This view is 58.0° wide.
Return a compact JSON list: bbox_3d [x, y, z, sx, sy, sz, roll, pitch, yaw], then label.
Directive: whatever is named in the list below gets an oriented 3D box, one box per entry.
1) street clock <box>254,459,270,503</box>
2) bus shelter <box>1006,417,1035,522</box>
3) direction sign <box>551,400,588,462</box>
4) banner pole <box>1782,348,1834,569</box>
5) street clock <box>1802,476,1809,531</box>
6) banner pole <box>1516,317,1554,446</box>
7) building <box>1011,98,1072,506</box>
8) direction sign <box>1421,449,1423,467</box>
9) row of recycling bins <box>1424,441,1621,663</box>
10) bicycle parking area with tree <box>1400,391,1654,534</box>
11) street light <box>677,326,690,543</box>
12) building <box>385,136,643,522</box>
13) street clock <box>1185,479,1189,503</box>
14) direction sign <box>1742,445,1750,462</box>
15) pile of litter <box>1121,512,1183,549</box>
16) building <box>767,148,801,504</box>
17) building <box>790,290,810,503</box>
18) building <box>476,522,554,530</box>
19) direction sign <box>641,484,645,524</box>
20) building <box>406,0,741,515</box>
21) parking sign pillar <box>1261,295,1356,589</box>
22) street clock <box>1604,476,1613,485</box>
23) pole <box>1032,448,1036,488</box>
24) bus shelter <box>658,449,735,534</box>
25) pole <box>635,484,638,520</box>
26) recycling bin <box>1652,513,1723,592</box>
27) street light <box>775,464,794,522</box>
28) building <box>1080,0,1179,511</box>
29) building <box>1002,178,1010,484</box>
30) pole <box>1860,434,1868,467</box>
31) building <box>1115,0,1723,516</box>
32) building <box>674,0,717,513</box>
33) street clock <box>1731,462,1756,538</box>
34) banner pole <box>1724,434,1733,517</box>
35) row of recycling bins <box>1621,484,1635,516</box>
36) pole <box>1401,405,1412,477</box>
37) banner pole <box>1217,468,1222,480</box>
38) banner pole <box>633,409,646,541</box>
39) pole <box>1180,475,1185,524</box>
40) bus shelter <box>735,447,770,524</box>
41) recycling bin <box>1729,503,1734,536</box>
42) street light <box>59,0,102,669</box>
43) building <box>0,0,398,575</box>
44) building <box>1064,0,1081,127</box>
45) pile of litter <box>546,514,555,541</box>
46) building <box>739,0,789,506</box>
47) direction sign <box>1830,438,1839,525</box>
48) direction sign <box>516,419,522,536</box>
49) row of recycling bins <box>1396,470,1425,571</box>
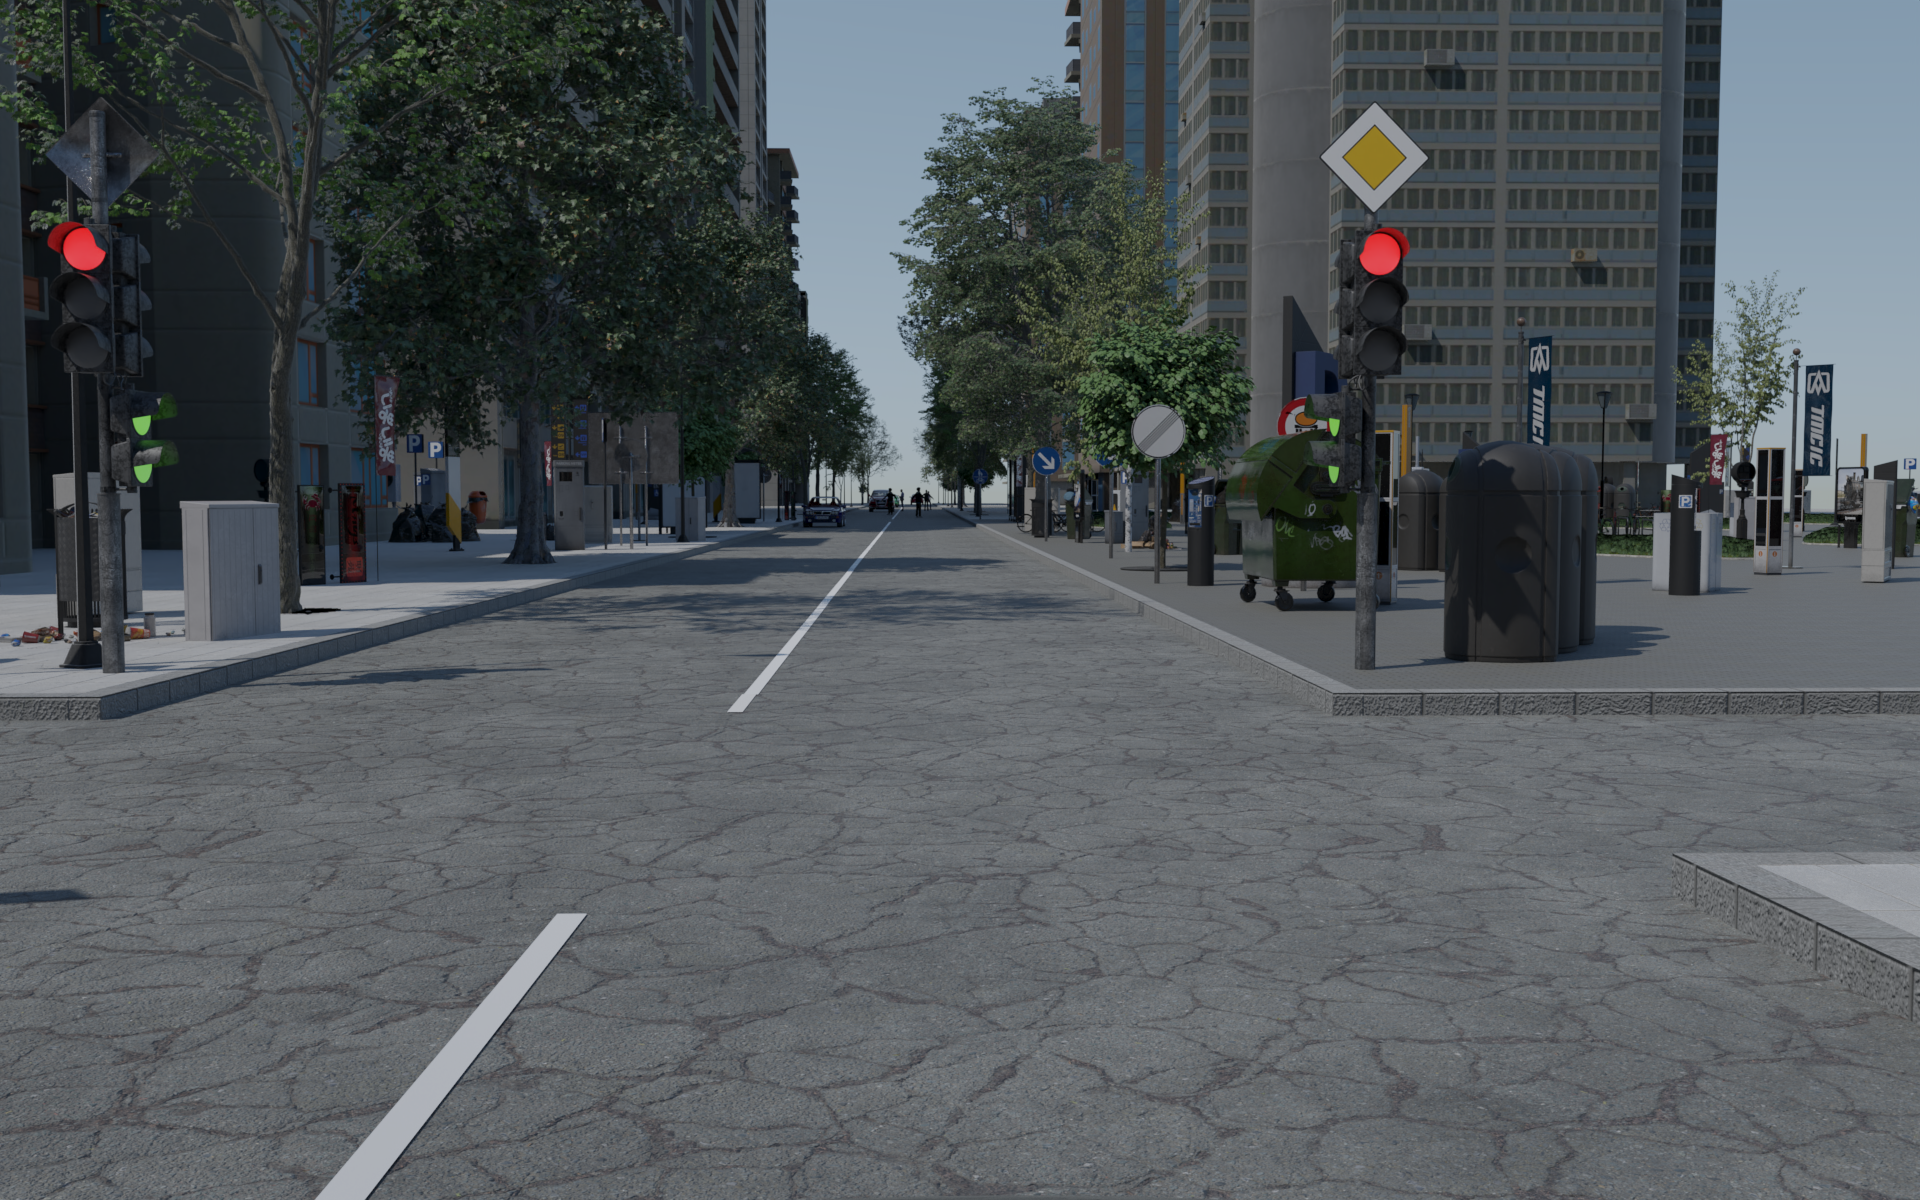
[{"bbox_3d":[-14.228,-1.893,35.520,0.471,2.002,0.358,2,4,33],"label":"street clock"},{"bbox_3d":[3.199,-6.424,82.671,2.179,5.291,8.768,0,4,-1],"label":"bus shelter"},{"bbox_3d":[-9.379,-3.038,41.662,0.876,3.537,0.379,0,4,-3],"label":"direction sign"},{"bbox_3d":[14.494,-2.423,29.631,0.401,3.779,0.863,-3,5,-39],"label":"banner pole"},{"bbox_3d":[29.095,-3.383,59.878,0.471,2.002,0.358,-3,4,-38],"label":"street clock"},{"bbox_3d":[8.040,-2.104,24.424,0.401,3.779,0.863,-1,4,-23],"label":"banner pole"},{"bbox_3d":[13.882,-33.444,196.925,14.600,45.320,14.200,0,4,-2],"label":"building"},{"bbox_3d":[23.334,-5.842,87.510,0.379,3.537,0.876,1,4,15],"label":"direction sign"},{"bbox_3d":[4.835,-0.463,14.676,1.069,1.692,3.534,2,4,25],"label":"row of recycling bins"},{"bbox_3d":[15.358,-3.781,48.823,8.231,4.147,9.016,2,4,26],"label":"bicycle parking area with tree"},{"bbox_3d":[-6.809,-4.480,45.784,1.470,5.913,1.316,0,4,-2],"label":"street light"},{"bbox_3d":[-28.091,-28.950,97.038,21.300,48.544,21.600,0,4,-2],"label":"building"},{"bbox_3d":[10.700,-4.704,81.478,0.471,2.002,0.358,1,4,19],"label":"street clock"},{"bbox_3d":[36.171,-5.375,79.885,0.379,3.537,0.876,0,4,-3],"label":"direction sign"},{"bbox_3d":[4.494,-1.637,40.726,1.176,0.858,1.719,-2,4,-24],"label":"pile of litter"},{"bbox_3d":[-31.298,-34.217,214.076,22.147,44.769,28.867,0,4,-2],"label":"building"},{"bbox_3d":[-28.058,-28.427,236.486,14.160,30.474,14.107,0,4,-2],"label":"building"},{"bbox_3d":[-27.596,-27.378,71.338,21.300,48.544,21.600,0,4,-2],"label":"building"},{"bbox_3d":[-13.377,-4.970,73.249,0.876,3.537,0.379,2,4,33],"label":"direction sign"},{"bbox_3d":[-28.542,-31.139,132.819,21.300,48.544,21.600,0,4,-2],"label":"building"},{"bbox_3d":[4.942,-2.178,24.075,1.447,3.967,1.447,3,4,36],"label":"parking sign pillar"},{"bbox_3d":[26.601,-4.068,71.086,0.358,2.002,0.471,0,4,1],"label":"street clock"},{"bbox_3d":[3.145,-4.845,73.065,0.158,3.312,0.155,0,3,0],"label":"pole"},{"bbox_3d":[-8.875,-3.885,57.451,2.014,3.302,5.546,0,4,-1],"label":"bus shelter"},{"bbox_3d":[-16.125,-5.668,86.521,0.158,3.312,0.155,0,3,0],"label":"pole"},{"bbox_3d":[9.680,-0.642,23.047,0.722,1.027,0.722,3,4,36],"label":"recycling bin"},{"bbox_3d":[-7.726,-6.503,78.871,1.470,5.913,1.316,0,4,-2],"label":"street light"},{"bbox_3d":[15.822,-28.688,119.166,14.600,45.320,14.200,0,4,-2],"label":"building"},{"bbox_3d":[17.130,-35.357,232.710,22.147,44.769,28.867,0,4,-2],"label":"building"},{"bbox_3d":[30.493,-3.954,58.492,0.158,3.312,0.155,0,3,0],"label":"pole"},{"bbox_3d":[25.773,-24.993,100.523,32.217,40.220,23.993,0,4,-2],"label":"building"},{"bbox_3d":[-24.064,-26.407,115.347,14.154,41.232,14.086,0,4,-2],"label":"building"},{"bbox_3d":[17.504,-2.090,38.742,0.471,2.002,0.358,0,4,-7],"label":"street clock"},{"bbox_3d":[31.670,-4.976,71.378,0.401,3.779,0.863,3,5,42],"label":"banner pole"},{"bbox_3d":[25.296,-3.782,68.947,1.069,1.692,3.534,-2,4,-33],"label":"row of recycling bins"},{"bbox_3d":[10.219,-2.804,39.693,0.158,3.312,0.155,0,3,0],"label":"pole"},{"bbox_3d":[11.285,-5.219,75.349,0.401,3.779,0.863,0,4,-5],"label":"banner pole"},{"bbox_3d":[-8.764,-3.505,47.331,0.401,3.779,0.863,0,4,-6],"label":"banner pole"},{"bbox_3d":[9.600,-4.944,74.684,0.158,3.312,0.155,0,3,0],"label":"pole"},{"bbox_3d":[-9.457,-5.100,77.302,2.014,3.302,5.546,0,4,-2],"label":"bus shelter"},{"bbox_3d":[23.082,-2.342,50.842,0.722,1.027,0.722,3,5,43],"label":"recycling bin"},{"bbox_3d":[-5.947,-2.456,12.696,1.470,5.913,1.316,0,4,-2],"label":"street light"},{"bbox_3d":[-29.217,-11.513,33.278,27.650,21.520,28.899,0,4,-2],"label":"building"},{"bbox_3d":[19.954,-29.735,140.796,22.147,44.769,28.867,0,4,-2],"label":"building"},{"bbox_3d":[-11.603,-2.087,48.082,1.719,0.858,1.176,1,4,23],"label":"pile of litter"},{"bbox_3d":[-29.359,-45.884,188.454,20.563,71.187,20.611,0,4,-2],"label":"building"},{"bbox_3d":[35.718,-4.808,70.609,0.379,3.537,0.876,2,4,30],"label":"direction sign"},{"bbox_3d":[-13.251,-3.688,52.303,0.379,3.537,0.876,-2,4,-26],"label":"direction sign"},{"bbox_3d":[8.108,-1.333,28.912,1.069,1.692,3.534,-3,5,-42],"label":"row of recycling bins"}]
